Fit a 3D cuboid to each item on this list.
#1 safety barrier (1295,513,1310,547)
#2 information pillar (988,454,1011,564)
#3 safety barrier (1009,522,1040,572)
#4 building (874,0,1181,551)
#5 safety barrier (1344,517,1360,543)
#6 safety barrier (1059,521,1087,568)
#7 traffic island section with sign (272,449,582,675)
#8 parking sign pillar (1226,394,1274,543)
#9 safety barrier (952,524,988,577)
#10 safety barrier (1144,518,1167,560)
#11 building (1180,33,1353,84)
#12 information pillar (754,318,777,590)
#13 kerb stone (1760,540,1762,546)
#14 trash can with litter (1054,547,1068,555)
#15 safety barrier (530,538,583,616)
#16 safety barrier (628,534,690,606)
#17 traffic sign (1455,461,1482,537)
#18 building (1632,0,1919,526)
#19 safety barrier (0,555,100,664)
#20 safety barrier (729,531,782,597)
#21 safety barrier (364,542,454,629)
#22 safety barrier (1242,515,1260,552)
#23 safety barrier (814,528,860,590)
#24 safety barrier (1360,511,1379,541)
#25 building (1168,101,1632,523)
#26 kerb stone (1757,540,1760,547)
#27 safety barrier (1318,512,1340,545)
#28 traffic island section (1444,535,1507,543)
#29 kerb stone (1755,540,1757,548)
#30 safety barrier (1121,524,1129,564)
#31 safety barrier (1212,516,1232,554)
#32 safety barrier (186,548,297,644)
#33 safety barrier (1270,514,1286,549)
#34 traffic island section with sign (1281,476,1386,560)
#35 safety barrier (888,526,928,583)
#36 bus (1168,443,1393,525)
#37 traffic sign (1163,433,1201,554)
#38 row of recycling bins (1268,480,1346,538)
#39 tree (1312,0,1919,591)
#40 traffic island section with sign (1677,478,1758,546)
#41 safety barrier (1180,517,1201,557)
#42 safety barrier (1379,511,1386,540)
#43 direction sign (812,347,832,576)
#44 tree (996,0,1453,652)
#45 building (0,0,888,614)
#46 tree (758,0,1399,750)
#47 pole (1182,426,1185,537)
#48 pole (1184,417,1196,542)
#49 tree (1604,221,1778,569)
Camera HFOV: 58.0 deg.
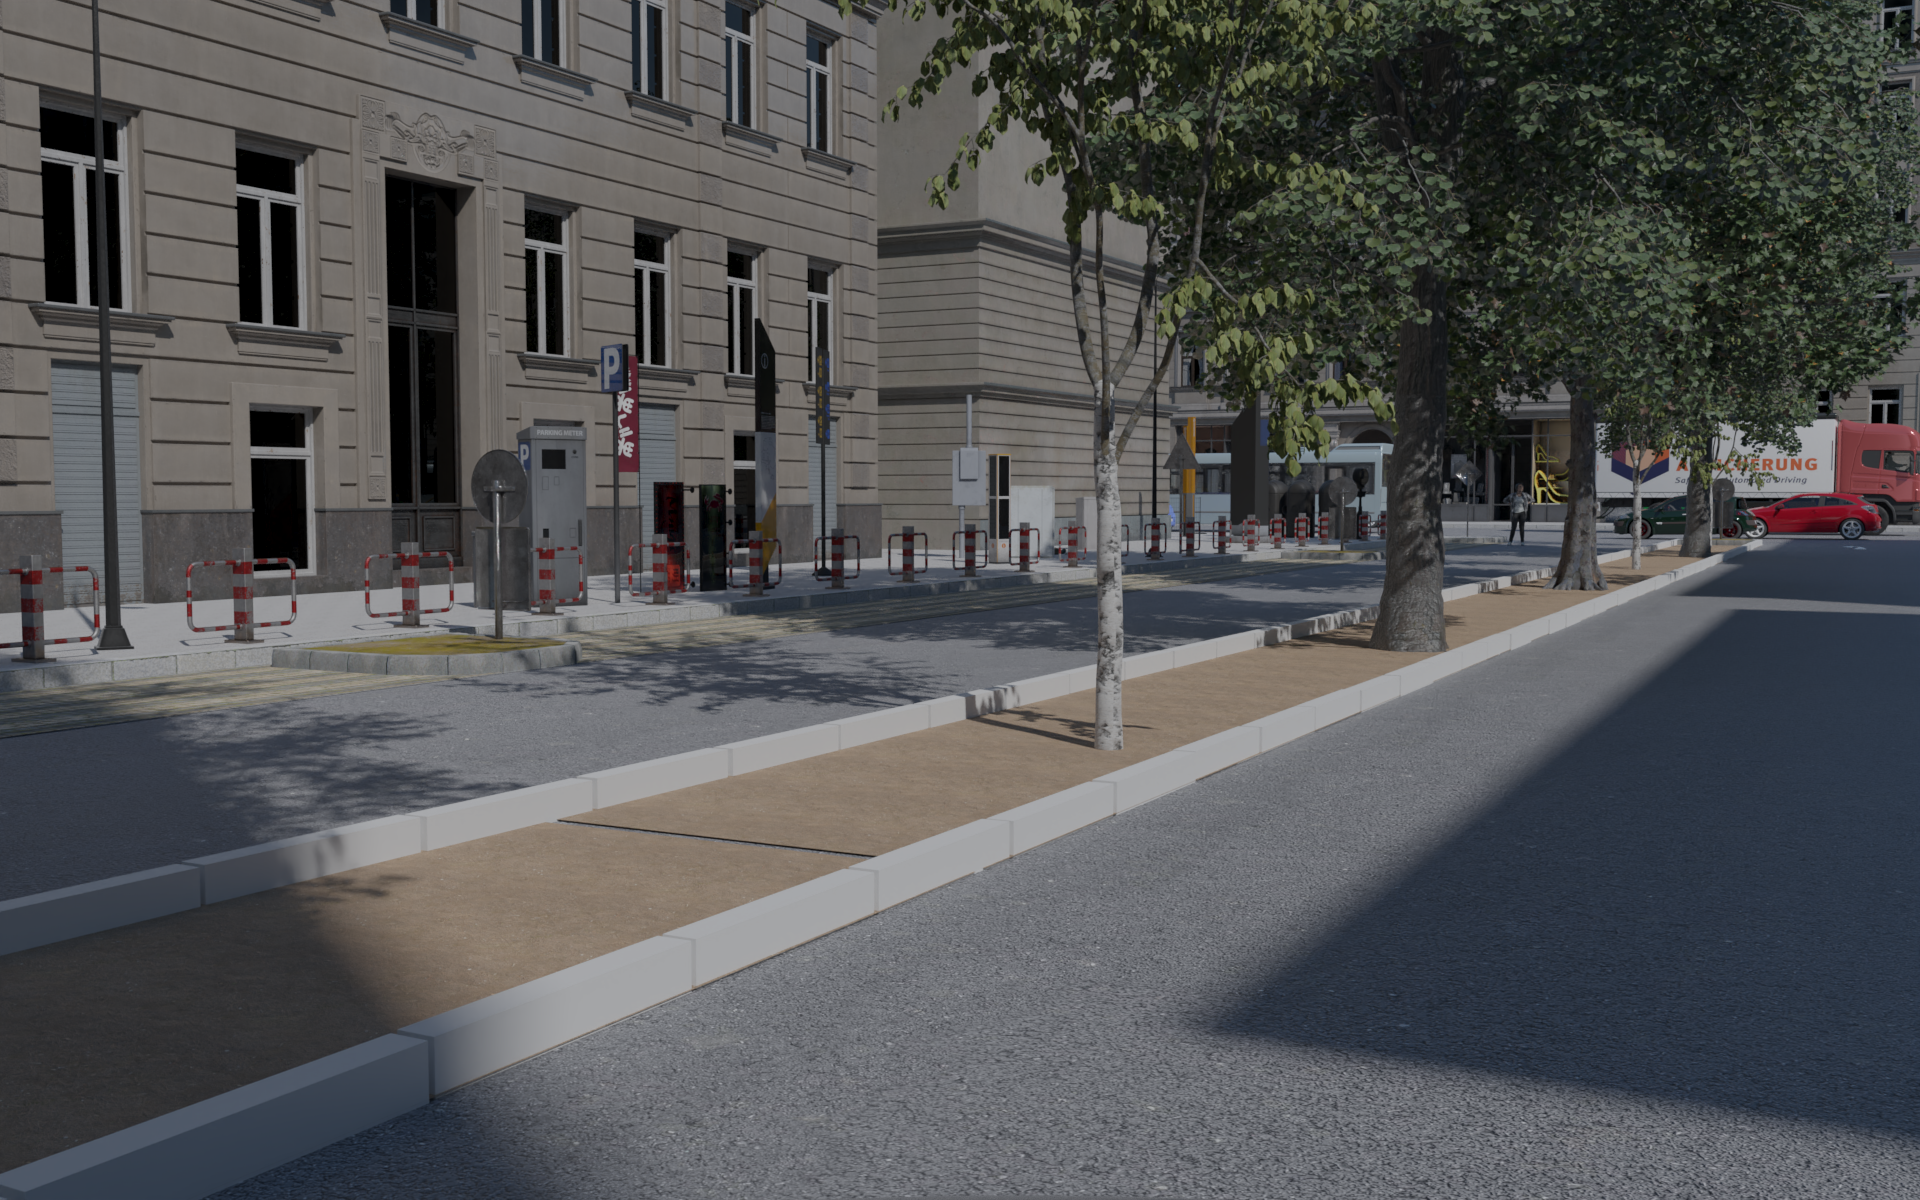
[{"bbox_3d":[8.307,-1.699,42.049,0.300,0.817,1.120,2,4,28],"label":"safety barrier"},{"bbox_3d":[0.725,-1.671,31.809,0.304,2.012,0.304,-2,4,-32],"label":"information pillar"},{"bbox_3d":[1.062,-0.868,28.471,0.300,0.817,1.120,2,4,28],"label":"safety barrier"},{"bbox_3d":[-11.287,-14.276,52.501,34.723,24.649,14.460,2,4,28],"label":"building"},{"bbox_3d":[10.120,-1.906,45.445,0.300,0.817,1.120,2,4,28],"label":"safety barrier"},{"bbox_3d":[1.966,-0.972,30.168,0.300,0.817,1.120,2,4,28],"label":"safety barrier"},{"bbox_3d":[-4.324,-0.366,14.604,1.989,1.847,2.006,2,4,28],"label":"traffic island section with sign"},{"bbox_3d":[7.626,-3.495,45.614,1.447,3.967,1.447,-1,4,-21],"label":"parking sign pillar"},{"bbox_3d":[0.159,-0.765,26.779,0.300,0.817,1.120,2,4,28],"label":"safety barrier"},{"bbox_3d":[3.791,-1.181,33.576,0.300,0.817,1.120,2,4,28],"label":"safety barrier"},{"bbox_3d":[40.354,-40.354,201.782,28.212,58.520,21.231,2,4,28],"label":"building"},{"bbox_3d":[-2.621,-1.955,23.311,0.183,3.616,0.504,1,4,20],"label":"information pillar"},{"bbox_3d":[21.722,-1.532,47.240,0.120,0.150,1.000,2,4,28],"label":"kerb stone"},{"bbox_3d":[1.776,-1.602,37.255,1.678,1.210,2.233,-1,4,-17],"label":"trash can with litter"},{"bbox_3d":[-4.365,-0.247,18.311,0.300,0.817,1.120,2,4,28],"label":"safety barrier"},{"bbox_3d":[-3.465,-0.350,20.004,0.300,0.817,1.120,2,4,28],"label":"safety barrier"},{"bbox_3d":[15.190,-2.944,51.776,0.795,2.450,0.064,2,4,28],"label":"traffic sign"},{"bbox_3d":[42.556,-16.909,73.733,25.104,27.353,12.463,2,4,28],"label":"building"},{"bbox_3d":[-7.081,0.065,13.218,0.300,0.817,1.120,2,4,28],"label":"safety barrier"},{"bbox_3d":[-2.555,-0.454,21.694,0.300,0.817,1.120,2,4,28],"label":"safety barrier"},{"bbox_3d":[-5.272,-0.143,16.618,0.300,0.817,1.120,2,4,28],"label":"safety barrier"},{"bbox_3d":[6.502,-1.492,38.664,0.300,0.817,1.120,2,4,28],"label":"safety barrier"},{"bbox_3d":[-1.651,-0.557,23.387,0.300,0.817,1.120,2,4,28],"label":"safety barrier"},{"bbox_3d":[11.027,-2.010,47.135,0.300,0.817,1.120,2,4,28],"label":"safety barrier"},{"bbox_3d":[13.195,-14.582,89.325,40.483,20.767,10.553,2,4,28],"label":"building"},{"bbox_3d":[21.233,-1.475,46.322,0.120,0.150,1.000,2,4,28],"label":"kerb stone"},{"bbox_3d":[9.219,-1.803,43.753,0.300,0.817,1.120,2,4,28],"label":"safety barrier"},{"bbox_3d":[15.166,-1.809,51.850,2.009,0.180,2.903,2,4,28],"label":"traffic island section"},{"bbox_3d":[20.744,-1.420,45.414,0.120,0.150,1.000,2,4,28],"label":"kerb stone"},{"bbox_3d":[2.884,-1.077,31.887,0.300,0.817,1.120,2,4,28],"label":"safety barrier"},{"bbox_3d":[5.594,-1.388,36.961,0.300,0.817,1.120,2,4,28],"label":"safety barrier"},{"bbox_3d":[-6.175,-0.039,14.918,0.300,0.817,1.120,2,4,28],"label":"safety barrier"},{"bbox_3d":[7.408,-1.595,40.354,0.300,0.817,1.120,2,4,28],"label":"safety barrier"},{"bbox_3d":[8.378,-1.820,38.392,1.989,1.847,2.006,2,4,28],"label":"traffic island section with sign"},{"bbox_3d":[-0.749,-0.661,25.079,0.300,0.817,1.120,2,4,28],"label":"safety barrier"},{"bbox_3d":[9.779,-4.376,66.407,13.247,3.499,2.948,2,4,26],"label":"bus"},{"bbox_3d":[4.732,-2.268,37.083,0.884,2.594,0.081,2,4,32],"label":"traffic sign"},{"bbox_3d":[9.741,-2.697,51.202,3.534,1.692,1.069,3,4,38],"label":"row of recycling bins"},{"bbox_3d":[9.338,-6.499,25.717,9.611,12.733,9.660,0,3,0],"label":"tree"},{"bbox_3d":[21.404,-2.487,48.804,2.006,1.907,1.989,2,4,28],"label":"traffic island section with sign"},{"bbox_3d":[4.689,-1.284,35.270,0.300,0.817,1.120,2,4,28],"label":"safety barrier"},{"bbox_3d":[11.932,-2.113,48.830,0.300,0.817,1.120,2,4,28],"label":"safety barrier"},{"bbox_3d":[-2.145,-2.150,27.150,0.379,3.537,0.876,1,4,8],"label":"direction sign"},{"bbox_3d":[4.166,-6.513,15.597,9.857,13.997,8.962,0,3,0],"label":"tree"},{"bbox_3d":[-12.244,-13.990,25.995,12.463,27.353,25.104,2,4,28],"label":"building"},{"bbox_3d":[0.757,-3.449,9.207,4.737,8.622,4.395,0,3,0],"label":"tree"},{"bbox_3d":[6.780,-3.548,51.854,0.158,3.312,0.155,0,3,0],"label":"pole"},{"bbox_3d":[6.116,-3.178,45.802,0.158,3.312,0.155,0,3,0],"label":"pole"},{"bbox_3d":[12.712,-4.860,32.273,4.737,8.622,4.395,0,3,0],"label":"tree"}]
